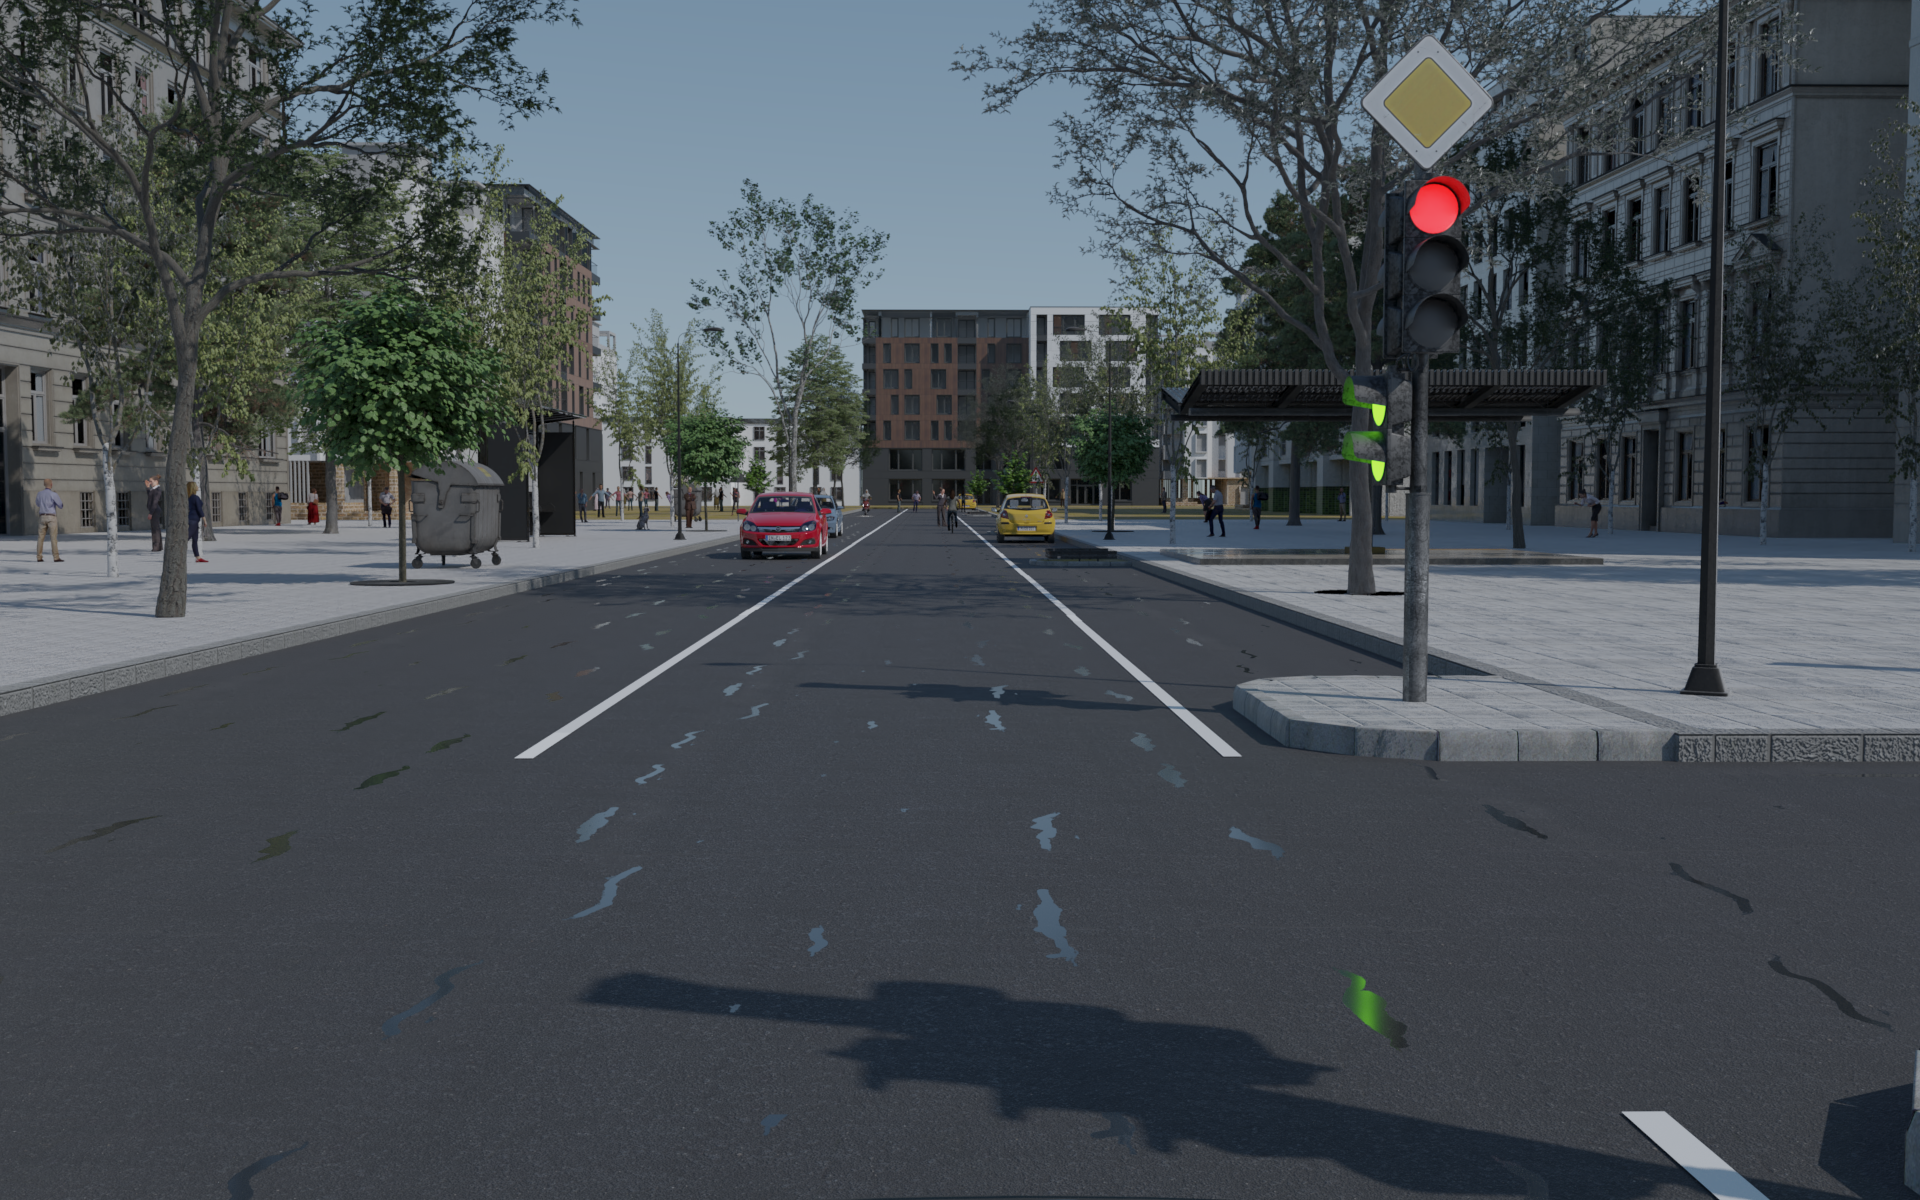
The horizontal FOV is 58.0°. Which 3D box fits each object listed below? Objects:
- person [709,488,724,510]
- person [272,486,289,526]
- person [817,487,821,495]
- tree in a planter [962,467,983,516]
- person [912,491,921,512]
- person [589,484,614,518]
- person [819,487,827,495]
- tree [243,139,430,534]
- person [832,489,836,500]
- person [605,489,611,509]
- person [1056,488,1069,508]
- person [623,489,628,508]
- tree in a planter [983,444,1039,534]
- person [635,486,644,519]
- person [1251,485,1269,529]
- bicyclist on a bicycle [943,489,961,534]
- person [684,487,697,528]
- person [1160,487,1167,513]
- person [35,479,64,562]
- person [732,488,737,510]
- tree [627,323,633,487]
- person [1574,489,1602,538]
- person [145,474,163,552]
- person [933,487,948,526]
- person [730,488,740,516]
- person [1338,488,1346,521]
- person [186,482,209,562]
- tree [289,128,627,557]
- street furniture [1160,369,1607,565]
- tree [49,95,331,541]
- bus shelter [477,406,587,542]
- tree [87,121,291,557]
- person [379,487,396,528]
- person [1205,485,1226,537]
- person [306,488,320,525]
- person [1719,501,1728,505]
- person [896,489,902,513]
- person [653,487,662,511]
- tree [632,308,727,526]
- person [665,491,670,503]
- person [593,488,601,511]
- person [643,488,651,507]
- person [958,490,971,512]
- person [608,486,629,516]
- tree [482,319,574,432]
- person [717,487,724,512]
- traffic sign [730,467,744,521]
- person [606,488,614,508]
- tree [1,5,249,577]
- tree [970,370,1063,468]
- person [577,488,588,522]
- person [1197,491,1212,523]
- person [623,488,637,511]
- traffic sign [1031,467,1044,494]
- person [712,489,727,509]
[{"bbox_3d":[-19.616,-8.114,139.431,1.217,1.736,0.721,0,4,-4],"label":"person"},{"bbox_3d":[-27.345,-3.773,69.605,0.662,1.594,0.647,3,5,41],"label":"person"},{"bbox_3d":[-10.859,-7.762,132.969,1.348,1.821,0.705,3,4,36],"label":"person"},{"bbox_3d":[1.122,-7.047,112.447,1.991,3.239,1.994,0,4,-1],"label":"tree in a planter"},{"bbox_3d":[-3.417,-7.747,136.107,0.756,1.711,0.436,-1,4,-11],"label":"person"},{"bbox_3d":[-19.601,-5.415,94.567,1.348,1.826,0.705,-1,4,-22],"label":"person"},{"bbox_3d":[-9.147,-6.745,117.062,0.721,1.736,1.217,3,4,36],"label":"person"},{"bbox_3d":[-20.497,-8.438,56.086,7.486,12.596,7.792,0,3,0],"label":"tree"},{"bbox_3d":[-10.734,-8.672,148.510,0.721,1.739,1.217,0,4,2],"label":"person"},{"bbox_3d":[-31.078,-8.920,152.800,0.541,1.710,0.530,0,4,5],"label":"person"},{"bbox_3d":[9.691,-9.612,163.289,1.348,1.812,0.705,0,4,2],"label":"person"},{"bbox_3d":[-30.128,-9.099,155.544,1.217,1.736,0.721,2,4,27],"label":"person"},{"bbox_3d":[1.961,-3.977,62.242,1.991,3.239,1.994,0,4,-1],"label":"tree in a planter"},{"bbox_3d":[-16.717,-5.105,90.230,0.721,1.735,1.217,-2,4,-24],"label":"person"},{"bbox_3d":[10.870,-3.369,63.001,0.647,1.594,0.662,-1,4,-17],"label":"person"},{"bbox_3d":[-0.287,-3.253,63.212,1.499,1.676,1.625,0,4,-1],"label":"bicyclist on a bicycle"},{"bbox_3d":[-10.161,-3.486,65.315,0.482,1.546,0.388,-1,4,-21],"label":"person"},{"bbox_3d":[13.715,-6.789,117.570,0.750,1.759,0.617,3,5,40],"label":"person"},{"bbox_3d":[-17.196,-1.502,32.669,0.516,1.574,0.319,0,4,6],"label":"person"},{"bbox_3d":[-18.444,-8.297,141.723,0.705,1.821,1.348,-1,4,-9],"label":"person"},{"bbox_3d":[-10.357,-5.547,41.055,4.737,8.622,4.395,0,3,0],"label":"tree"},{"bbox_3d":[18.488,-2.551,50.940,0.628,1.438,0.799,3,4,39],"label":"person"},{"bbox_3d":[-18.083,-1.947,38.686,0.742,1.727,0.445,2,4,33],"label":"person"},{"bbox_3d":[-0.867,-4.100,76.334,0.445,1.727,0.742,3,4,36],"label":"person"},{"bbox_3d":[-13.349,-5.826,102.771,0.593,1.643,0.415,-2,4,-25],"label":"person"},{"bbox_3d":[17.941,-4.480,81.354,0.319,1.574,0.516,-1,4,-17],"label":"person"},{"bbox_3d":[-14.345,-1.448,32.255,0.480,1.512,0.613,2,4,27],"label":"person"},{"bbox_3d":[-10.176,-5.194,35.290,4.737,8.622,4.395,0,3,0],"label":"tree"},{"bbox_3d":[7.958,-2.559,33.952,7.346,3.524,5.398,0,4,-1],"label":"street furniture"},{"bbox_3d":[-20.686,-7.632,46.837,6.751,12.117,7.091,0,3,0],"label":"tree"},{"bbox_3d":[-12.050,-3.541,49.171,1.731,3.624,6.357,0,4,-1],"label":"bus shelter"},{"bbox_3d":[-15.289,-5.181,35.079,4.737,8.622,4.395,0,3,0],"label":"tree"},{"bbox_3d":[-21.798,-3.529,65.955,0.614,1.554,0.590,-1,4,-15],"label":"person"},{"bbox_3d":[7.646,-2.666,51.850,0.590,1.554,0.614,2,4,25],"label":"person"},{"bbox_3d":[-27.131,-3.919,72.585,0.523,1.526,0.387,0,4,-6],"label":"person"},{"bbox_3d":[20.946,-2.427,48.099,0.546,1.535,0.453,-2,4,-26],"label":"person"},{"bbox_3d":[-4.643,-7.584,132.514,0.705,1.822,1.348,0,4,7],"label":"person"},{"bbox_3d":[-22.560,-7.515,128.929,0.705,1.822,1.348,-3,4,-37],"label":"person"},{"bbox_3d":[-11.401,-7.198,68.055,4.737,8.622,4.395,0,3,0],"label":"tree"},{"bbox_3d":[-15.348,-5.063,92.059,0.697,1.427,0.421,1,4,20],"label":"person"},{"bbox_3d":[-27.475,-7.613,131.189,0.621,1.740,0.551,1,4,17],"label":"person"},{"bbox_3d":[-25.487,-8.165,140.258,0.721,1.743,1.217,2,4,34],"label":"person"},{"bbox_3d":[0.293,-7.772,136.295,1.217,1.735,0.721,1,4,22],"label":"person"},{"bbox_3d":[-19.790,-5.728,100.417,1.217,1.743,0.721,-1,4,-14],"label":"person"},{"bbox_3d":[-18.142,-7.423,71.736,4.360,8.622,3.978,0,3,0],"label":"tree"},{"bbox_3d":[-17.195,-7.243,124.483,0.705,1.822,1.348,-2,4,-25],"label":"person"},{"bbox_3d":[-10.385,-4.956,81.031,0.884,2.594,0.081,0,4,7],"label":"traffic sign"},{"bbox_3d":[-32.912,-9.549,161.805,1.348,1.869,0.705,0,4,-8],"label":"person"},{"bbox_3d":[-12.962,-4.643,26.269,4.360,8.622,3.978,0,3,0],"label":"tree"},{"bbox_3d":[4.171,-11.977,130.236,7.601,10.594,8.767,1,4,20],"label":"tree"},{"bbox_3d":[-16.995,-4.270,78.075,0.499,1.552,0.429,-1,4,-9],"label":"person"},{"bbox_3d":[10.972,-4.199,77.922,0.697,1.427,0.421,2,4,28],"label":"person"},{"bbox_3d":[-25.575,-7.798,134.254,1.217,1.736,0.721,-1,4,-19],"label":"person"},{"bbox_3d":[3.636,-5.072,82.932,0.884,2.594,0.081,0,4,4],"label":"traffic sign"},{"bbox_3d":[-19.693,-8.265,142.002,1.217,1.723,0.721,0,4,0],"label":"person"}]
